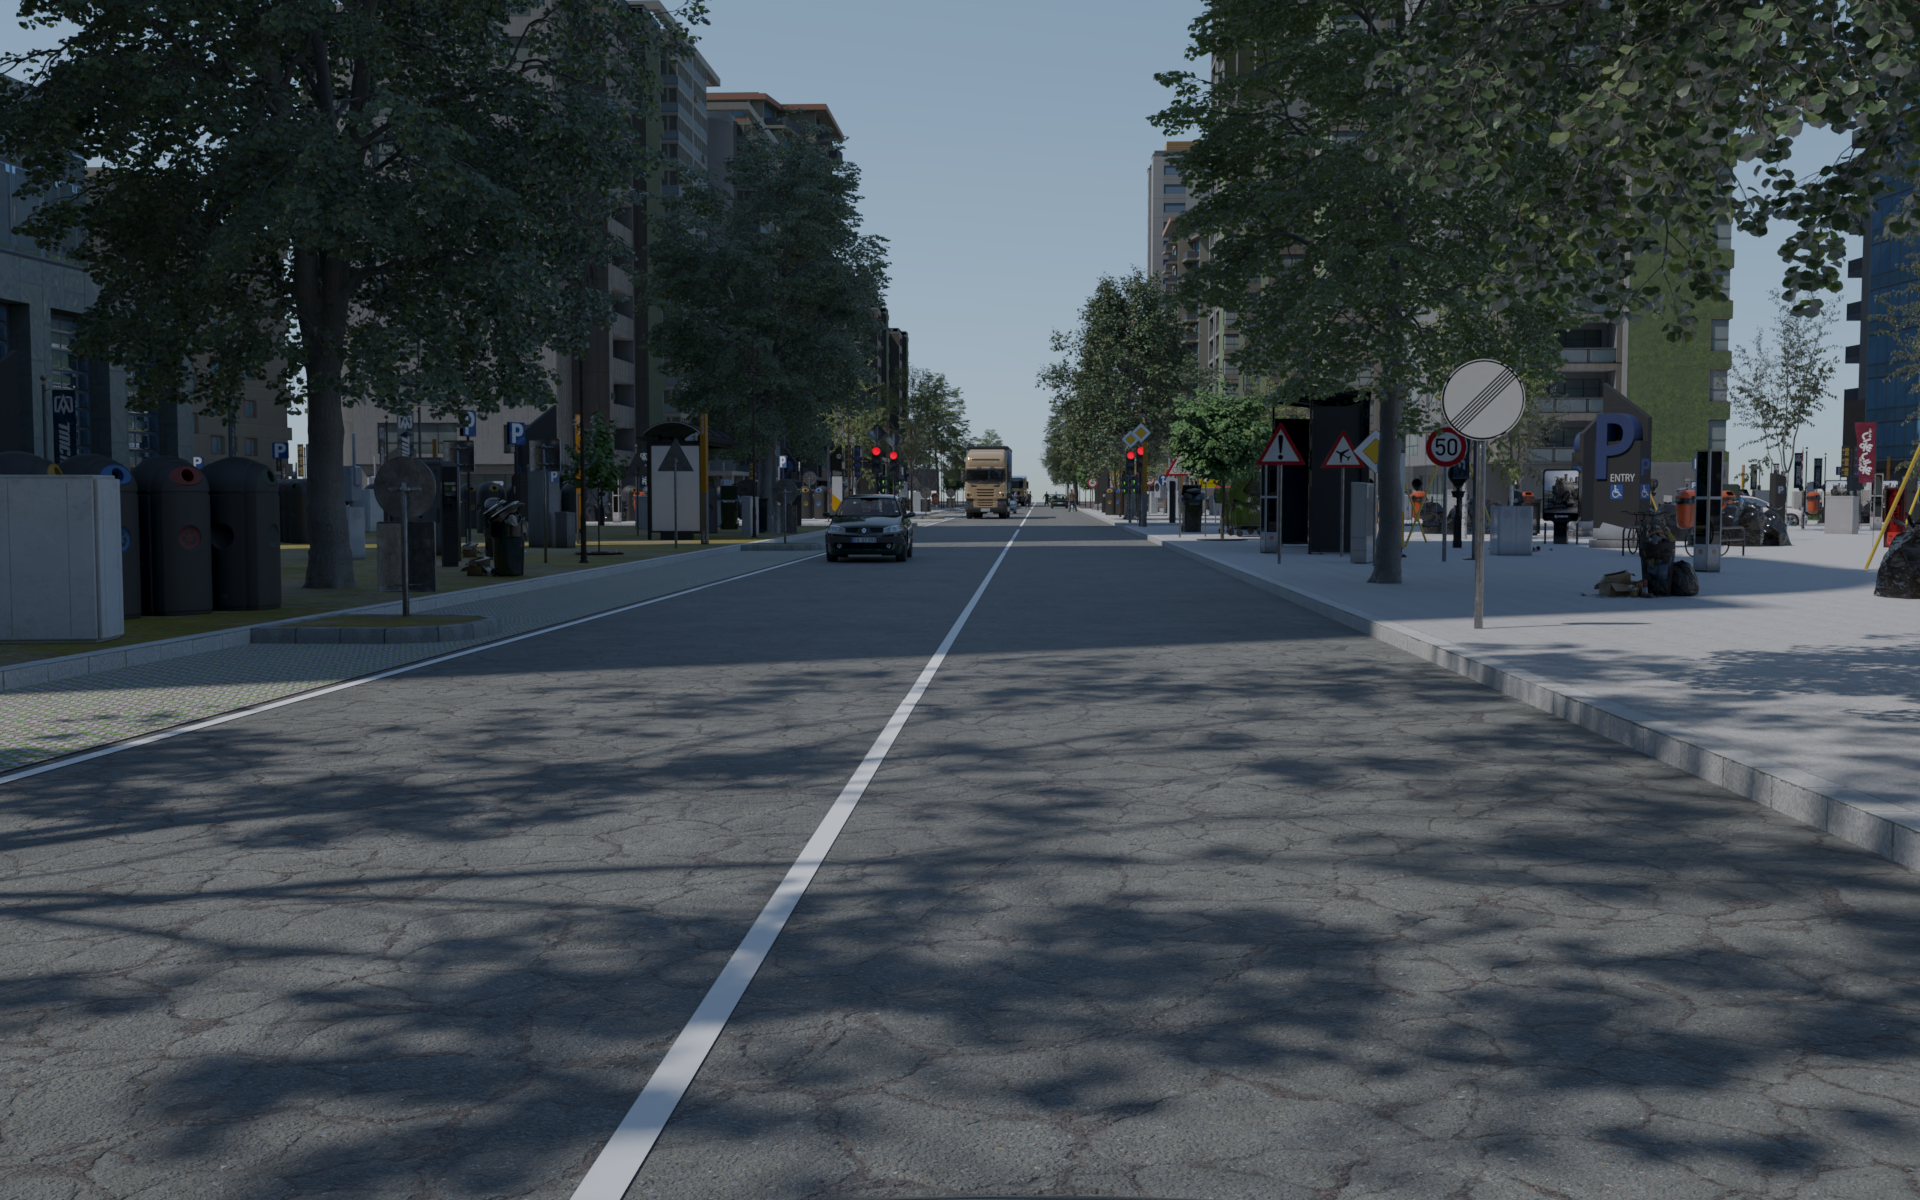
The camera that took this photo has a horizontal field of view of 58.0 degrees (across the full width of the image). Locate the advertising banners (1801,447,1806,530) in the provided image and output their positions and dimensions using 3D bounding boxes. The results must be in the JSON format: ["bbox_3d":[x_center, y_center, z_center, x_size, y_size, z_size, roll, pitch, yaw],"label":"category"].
[{"bbox_3d":[30.850,-4.109,63.372,0.090,3.025,2.074,2,4,23],"label":"advertising banners"}]

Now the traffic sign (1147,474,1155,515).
[{"bbox_3d":[11.787,-6.592,107.893,0.768,2.556,0.104,0,4,6],"label":"traffic sign"}]

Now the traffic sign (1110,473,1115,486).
[{"bbox_3d":[13.413,-9.625,151.249,2.265,3.308,0.079,0,4,3],"label":"traffic sign"}]

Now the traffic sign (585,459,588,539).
[{"bbox_3d":[-10.746,-3.025,49.560,0.768,2.556,0.104,1,4,12],"label":"traffic sign"}]

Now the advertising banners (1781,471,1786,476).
[{"bbox_3d":[61.766,-8.265,131.322,2.074,3.025,0.090,-1,4,-13],"label":"advertising banners"}]

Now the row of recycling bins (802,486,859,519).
[{"bbox_3d":[-6.726,-4.986,88.641,3.534,1.692,1.069,2,4,25],"label":"row of recycling bins"}]

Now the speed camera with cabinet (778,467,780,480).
[{"bbox_3d":[-12.311,-7.981,124.822,2.038,3.252,0.660,1,4,14],"label":"speed camera with cabinet"}]

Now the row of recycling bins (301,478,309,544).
[{"bbox_3d":[-17.762,-2.387,46.148,1.069,1.692,3.534,-3,4,-37],"label":"row of recycling bins"}]

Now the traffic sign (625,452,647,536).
[{"bbox_3d":[-9.897,-3.250,53.140,0.884,2.594,0.081,1,4,11],"label":"traffic sign"}]

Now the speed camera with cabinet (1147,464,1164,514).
[{"bbox_3d":[12.766,-7.289,113.512,0.660,3.252,2.038,-2,4,-27],"label":"speed camera with cabinet"}]

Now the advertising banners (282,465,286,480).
[{"bbox_3d":[-40.115,-6.570,103.610,0.090,3.025,2.074,0,4,0],"label":"advertising banners"}]

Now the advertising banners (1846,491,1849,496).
[{"bbox_3d":[32.788,-4.102,63.257,2.074,3.025,0.090,-3,5,-45],"label":"advertising banners"}]

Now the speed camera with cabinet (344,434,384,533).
[{"bbox_3d":[-19.889,-3.858,57.415,0.660,3.252,2.038,1,4,10],"label":"speed camera with cabinet"}]

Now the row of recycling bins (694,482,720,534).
[{"bbox_3d":[-8.635,-3.086,57.570,1.069,1.692,3.534,-1,4,-15],"label":"row of recycling bins"}]

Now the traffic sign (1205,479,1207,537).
[{"bbox_3d":[7.373,-3.108,51.998,0.795,2.450,0.064,1,4,10],"label":"traffic sign"}]

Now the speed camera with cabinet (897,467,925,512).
[{"bbox_3d":[-3.594,-8.146,127.525,2.038,3.252,0.660,-1,4,-16],"label":"speed camera with cabinet"}]

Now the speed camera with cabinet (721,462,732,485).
[{"bbox_3d":[-14.230,-6.887,106.943,0.660,3.252,2.038,-1,4,-23],"label":"speed camera with cabinet"}]

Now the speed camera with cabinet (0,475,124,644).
[{"bbox_3d":[-8.425,-1.262,14.965,2.038,3.252,0.660,0,4,-7],"label":"speed camera with cabinet"}]

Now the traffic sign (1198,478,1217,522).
[{"bbox_3d":[11.868,-5.153,78.120,2.265,3.308,0.079,1,4,10],"label":"traffic sign"}]

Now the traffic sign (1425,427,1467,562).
[{"bbox_3d":[9.189,-2.000,32.798,0.768,2.556,0.104,1,4,9],"label":"traffic sign"}]

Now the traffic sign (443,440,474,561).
[{"bbox_3d":[-9.538,-1.887,32.977,0.606,2.300,0.079,0,4,5],"label":"traffic sign"}]

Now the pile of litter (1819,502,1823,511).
[{"bbox_3d":[58.327,-6.326,117.396,1.176,0.858,1.719,-1,4,-15],"label":"pile of litter"}]

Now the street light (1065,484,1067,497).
[{"bbox_3d":[17.930,-19.467,291.080,0.468,5.910,1.993,0,4,3],"label":"street light"}]

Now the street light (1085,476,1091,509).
[{"bbox_3d":[12.417,-12.136,171.213,0.468,5.910,1.993,0,4,3],"label":"street light"}]

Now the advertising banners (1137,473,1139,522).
[{"bbox_3d":[8.161,-5.094,79.478,0.090,3.025,2.074,0,4,6],"label":"advertising banners"}]

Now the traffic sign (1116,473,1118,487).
[{"bbox_3d":[14.034,-9.209,144.444,2.265,3.308,0.079,0,4,4],"label":"traffic sign"}]

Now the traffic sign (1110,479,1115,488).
[{"bbox_3d":[12.909,-9.094,148.694,0.884,2.594,0.081,0,4,5],"label":"traffic sign"}]

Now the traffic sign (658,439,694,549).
[{"bbox_3d":[-6.678,-2.487,40.669,0.884,2.594,0.081,1,4,10],"label":"traffic sign"}]

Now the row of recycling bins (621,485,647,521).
[{"bbox_3d":[-14.393,-4.628,82.782,3.534,1.692,1.069,-1,4,-10],"label":"row of recycling bins"}]

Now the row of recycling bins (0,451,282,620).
[{"bbox_3d":[-8.652,-0.671,18.079,1.069,1.692,3.534,2,4,24],"label":"row of recycling bins"}]

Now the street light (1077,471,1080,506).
[{"bbox_3d":[14.125,-14.410,208.392,0.468,5.910,1.993,0,4,3],"label":"street light"}]

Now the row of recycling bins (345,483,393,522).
[{"bbox_3d":[-22.919,-3.634,66.533,1.069,1.692,3.534,3,5,41],"label":"row of recycling bins"}]

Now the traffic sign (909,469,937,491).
[{"bbox_3d":[-3.018,-8.956,140.311,2.265,3.308,0.079,1,4,9],"label":"traffic sign"}]

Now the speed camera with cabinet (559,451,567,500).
[{"bbox_3d":[-16.350,-4.545,68.638,2.038,3.252,0.660,0,4,0],"label":"speed camera with cabinet"}]

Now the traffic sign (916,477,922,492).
[{"bbox_3d":[-3.360,-8.182,133.777,0.884,2.594,0.081,1,4,8],"label":"traffic sign"}]

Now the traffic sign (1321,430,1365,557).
[{"bbox_3d":[7.804,-2.162,35.355,0.884,2.594,0.081,0,4,5],"label":"traffic sign"}]

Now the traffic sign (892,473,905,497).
[{"bbox_3d":[-3.731,-6.387,104.540,0.768,2.556,0.104,0,4,7],"label":"traffic sign"}]

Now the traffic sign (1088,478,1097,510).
[{"bbox_3d":[10.451,-8.352,136.666,0.768,2.556,0.104,1,4,11],"label":"traffic sign"}]

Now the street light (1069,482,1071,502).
[{"bbox_3d":[15.430,-16.107,236.129,0.468,5.910,1.993,0,4,3],"label":"street light"}]

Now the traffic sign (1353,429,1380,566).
[{"bbox_3d":[7.366,-1.808,30.754,0.795,2.450,0.064,0,4,5],"label":"traffic sign"}]

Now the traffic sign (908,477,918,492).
[{"bbox_3d":[-3.486,-7.864,128.678,0.768,2.556,0.104,1,4,11],"label":"traffic sign"}]

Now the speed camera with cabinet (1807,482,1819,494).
[{"bbox_3d":[63.095,-8.183,128.129,0.660,3.252,2.038,2,4,34],"label":"speed camera with cabinet"}]

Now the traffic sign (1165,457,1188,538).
[{"bbox_3d":[6.492,-3.124,51.079,0.884,2.594,0.081,1,4,11],"label":"traffic sign"}]

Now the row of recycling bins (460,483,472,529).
[{"bbox_3d":[-16.929,-3.509,64.478,3.534,1.692,1.069,0,4,2],"label":"row of recycling bins"}]

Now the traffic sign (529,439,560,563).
[{"bbox_3d":[-7.703,-1.836,32.149,0.606,2.300,0.079,1,4,10],"label":"traffic sign"}]

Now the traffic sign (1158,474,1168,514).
[{"bbox_3d":[13.082,-6.786,111.060,0.768,2.556,0.104,1,4,10],"label":"traffic sign"}]

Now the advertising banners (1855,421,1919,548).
[{"bbox_3d":[22.315,-2.755,41.227,0.090,3.025,2.074,-3,5,-39],"label":"advertising banners"}]

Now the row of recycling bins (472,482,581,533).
[{"bbox_3d":[-14.180,-3.068,57.271,3.534,1.692,1.069,-1,4,-11],"label":"row of recycling bins"}]

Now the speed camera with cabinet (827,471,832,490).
[{"bbox_3d":[-11.475,-9.552,150.515,0.660,3.252,2.038,2,4,27],"label":"speed camera with cabinet"}]

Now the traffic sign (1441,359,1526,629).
[{"bbox_3d":[4.941,-0.998,16.429,0.768,2.556,0.104,1,4,12],"label":"traffic sign"}]

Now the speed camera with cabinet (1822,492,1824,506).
[{"bbox_3d":[60.601,-7.646,119.352,0.660,3.252,2.038,-3,5,-45],"label":"speed camera with cabinet"}]

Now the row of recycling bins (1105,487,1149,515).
[{"bbox_3d":[10.024,-5.949,104.375,1.069,1.692,3.534,-2,4,-33],"label":"row of recycling bins"}]

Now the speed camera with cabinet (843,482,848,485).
[{"bbox_3d":[-8.330,-8.830,138.709,2.038,3.252,0.660,-1,4,-18],"label":"speed camera with cabinet"}]

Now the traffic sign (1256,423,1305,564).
[{"bbox_3d":[5.863,-1.940,31.728,0.884,2.594,0.081,1,4,9],"label":"traffic sign"}]

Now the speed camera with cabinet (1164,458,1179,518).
[{"bbox_3d":[11.650,-6.139,94.707,0.660,3.252,2.038,0,4,5],"label":"speed camera with cabinet"}]

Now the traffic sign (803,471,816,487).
[{"bbox_3d":[-8.416,-5.923,96.939,0.768,2.556,0.104,0,4,4],"label":"traffic sign"}]
